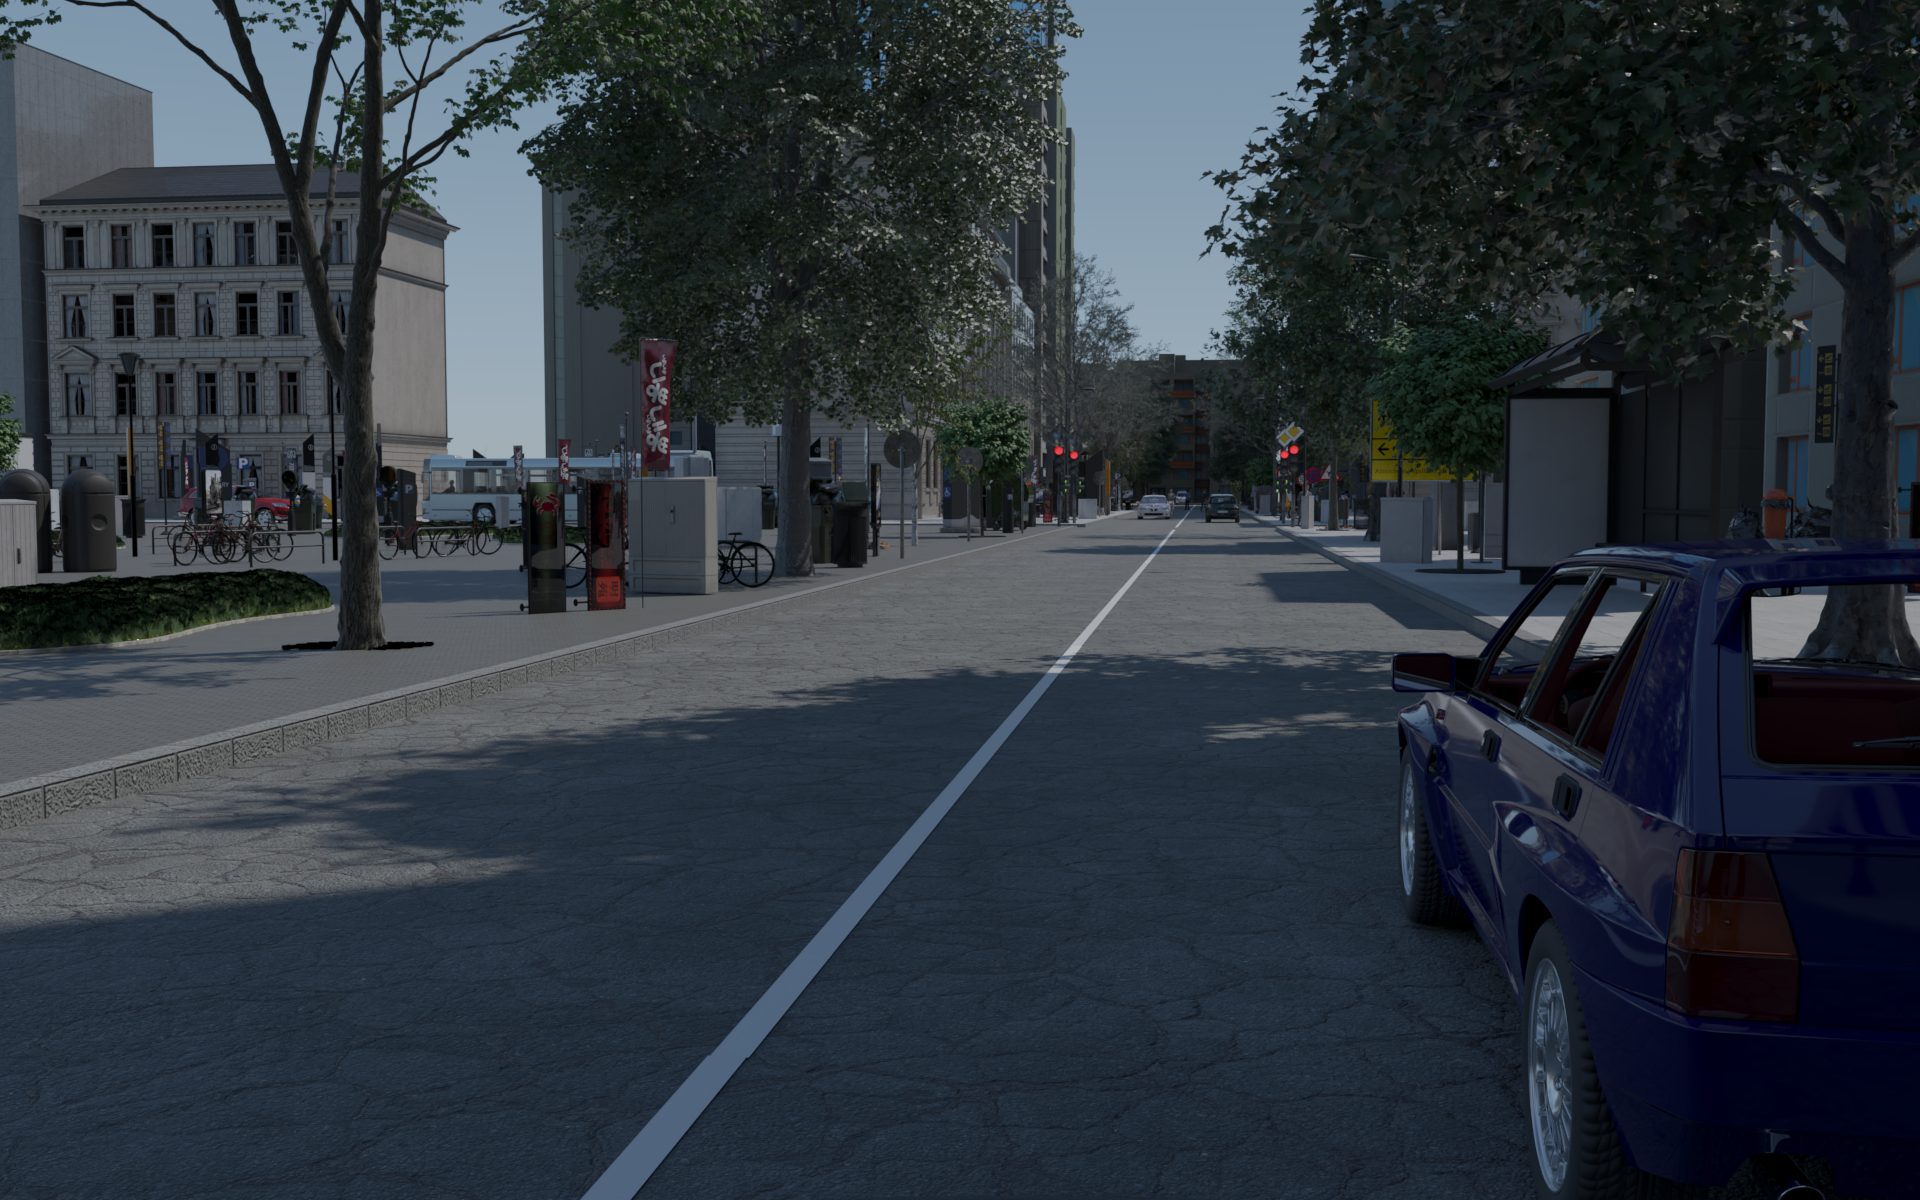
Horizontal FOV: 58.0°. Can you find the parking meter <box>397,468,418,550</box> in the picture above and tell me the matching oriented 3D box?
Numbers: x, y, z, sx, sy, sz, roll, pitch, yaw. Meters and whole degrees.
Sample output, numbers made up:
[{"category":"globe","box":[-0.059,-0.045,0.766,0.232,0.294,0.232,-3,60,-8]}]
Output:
[{"category":"parking meter","box":[-12.658,-2.079,39.697,0.399,1.863,0.255,-3,4,-38]}]

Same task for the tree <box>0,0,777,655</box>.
[{"category":"tree","box":[-5.078,-5.392,13.922,9.928,11.665,9.643,0,3,0]}]

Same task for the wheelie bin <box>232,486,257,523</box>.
[{"category":"wheelie bin","box":[-28.385,-3.723,68.783,0.693,1.594,0.980,2,4,34]}]

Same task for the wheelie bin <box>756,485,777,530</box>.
[{"category":"wheelie bin","box":[-7.011,-3.345,62.606,0.980,1.594,0.693,-2,4,-26]}]

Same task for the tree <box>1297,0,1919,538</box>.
[{"category":"tree","box":[6.444,-5.826,12.255,9.611,12.733,9.660,0,3,0]}]

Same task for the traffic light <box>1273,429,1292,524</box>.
[{"category":"traffic light","box":[13.965,-5.249,74.749,0.839,4.253,0.868,0,4,8]}]

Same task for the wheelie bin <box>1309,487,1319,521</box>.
[{"category":"wheelie bin","box":[16.812,-4.539,82.114,0.693,1.594,0.980,-2,4,-24]}]

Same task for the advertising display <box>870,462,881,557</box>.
[{"category":"advertising display","box":[-1.733,-1.867,35.739,0.123,1.923,0.974,0,4,3]}]

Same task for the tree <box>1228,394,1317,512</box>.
[{"category":"tree","box":[22.682,-11.569,123.563,7.601,10.594,8.767,0,4,7]}]

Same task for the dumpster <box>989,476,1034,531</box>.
[{"category":"dumpster","box":[1.785,-3.601,61.363,1.502,2.255,1.985,0,4,8]}]

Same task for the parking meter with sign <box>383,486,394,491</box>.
[{"category":"parking meter with sign","box":[-28.287,-5.461,85.549,1.738,3.016,0.543,-1,4,-22]}]

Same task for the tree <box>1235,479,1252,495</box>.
[{"category":"tree","box":[24.448,-9.200,145.019,1.663,3.219,1.824,0,3,0]}]

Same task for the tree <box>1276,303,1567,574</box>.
[{"category":"tree","box":[8.286,-2.731,28.361,4.285,4.588,4.351,0,3,0]}]

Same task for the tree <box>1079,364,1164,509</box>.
[{"category":"tree","box":[14.149,-14.113,148.877,7.486,12.596,7.792,0,3,0]}]

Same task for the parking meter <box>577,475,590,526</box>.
[{"category":"parking meter","box":[-11.608,-2.921,53.467,0.399,1.863,0.255,3,4,36]}]

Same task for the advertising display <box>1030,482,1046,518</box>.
[{"category":"advertising display","box":[4.173,-5.432,94.022,0.974,1.923,0.123,1,4,9]}]

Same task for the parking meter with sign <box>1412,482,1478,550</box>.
[{"category":"parking meter with sign","box":[11.164,-2.648,39.559,1.738,3.016,0.543,0,4,-5]}]

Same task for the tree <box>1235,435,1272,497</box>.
[{"category":"tree","box":[27.997,-13.151,165.374,4.360,8.622,3.978,0,3,0]}]

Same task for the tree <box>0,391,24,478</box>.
[{"category":"tree","box":[-26.295,-3.784,45.576,4.285,4.588,4.351,0,3,0]}]

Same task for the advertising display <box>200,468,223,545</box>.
[{"category":"advertising display","box":[-18.667,-2.326,43.242,0.123,1.923,0.974,0,4,0]}]

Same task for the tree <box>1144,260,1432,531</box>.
[{"category":"tree","box":[12.882,-8.225,60.236,9.928,11.665,9.643,0,3,0]}]

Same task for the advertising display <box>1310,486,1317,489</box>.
[{"category":"advertising display","box":[27.165,-7.814,132.969,0.123,1.923,0.974,3,4,37]}]

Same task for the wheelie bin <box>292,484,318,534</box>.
[{"category":"wheelie bin","box":[-20.895,-2.897,55.278,0.693,1.594,0.980,0,4,-6]}]

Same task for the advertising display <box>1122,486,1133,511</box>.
[{"category":"advertising display","box":[12.975,-7.887,134.172,0.974,1.923,0.123,-1,4,-22]}]

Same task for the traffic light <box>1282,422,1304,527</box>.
[{"category":"traffic light","box":[12.849,-4.766,66.842,0.839,4.253,0.868,0,4,8]}]

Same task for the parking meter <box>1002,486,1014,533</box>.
[{"category":"parking meter","box":[1.579,-2.960,56.808,0.372,1.533,0.369,0,3,0]}]

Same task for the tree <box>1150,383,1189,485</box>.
[{"category":"tree","box":[20.339,-17.469,192.267,9.857,13.997,8.962,0,3,0]}]

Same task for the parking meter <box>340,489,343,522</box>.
[{"category":"parking meter","box":[-28.652,-4.417,80.624,0.372,1.533,0.369,0,3,0]}]

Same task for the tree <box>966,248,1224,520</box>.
[{"category":"tree","box":[5.413,-10.736,85.904,12.009,13.543,11.850,0,3,0]}]

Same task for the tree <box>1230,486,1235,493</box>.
[{"category":"tree","box":[34.124,-13.426,214.120,1.663,3.219,1.824,0,3,0]}]

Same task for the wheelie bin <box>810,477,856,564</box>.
[{"category":"wheelie bin","box":[-2.558,-1.483,32.149,0.693,1.594,0.980,2,4,35]}]

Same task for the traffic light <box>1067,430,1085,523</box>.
[{"category":"traffic light","box":[5.039,-5.325,75.988,0.839,4.253,0.868,0,4,8]}]

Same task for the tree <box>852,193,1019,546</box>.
[{"category":"tree","box":[-0.996,-5.638,42.542,4.737,8.622,4.395,0,3,0]}]

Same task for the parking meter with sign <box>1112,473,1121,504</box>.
[{"category":"parking meter with sign","box":[12.780,-8.946,142.527,0.543,3.016,1.738,1,4,19]}]

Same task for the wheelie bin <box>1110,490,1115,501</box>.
[{"category":"wheelie bin","box":[11.401,-7.626,132.595,0.693,1.594,0.980,3,5,39]}]

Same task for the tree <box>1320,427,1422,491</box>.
[{"category":"tree","box":[22.074,-8.703,92.650,4.737,8.622,4.395,0,3,0]}]

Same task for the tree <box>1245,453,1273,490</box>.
[{"category":"tree","box":[23.203,-9.022,131.219,4.285,4.588,4.351,0,3,0]}]

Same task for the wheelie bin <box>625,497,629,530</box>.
[{"category":"wheelie bin","box":[-7.434,-2.003,40.662,0.693,1.594,0.980,0,4,7]}]

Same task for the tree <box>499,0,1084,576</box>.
[{"category":"tree","box":[-2.673,-7.365,27.073,9.857,13.997,8.962,0,3,0]}]

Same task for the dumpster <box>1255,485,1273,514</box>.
[{"category":"dumpster","box":[19.679,-6.478,111.678,1.264,1.857,1.865,0,4,8]}]

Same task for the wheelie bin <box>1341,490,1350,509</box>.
[{"category":"wheelie bin","box":[32.125,-8.361,144.614,0.693,1.594,0.980,-3,4,-38]}]

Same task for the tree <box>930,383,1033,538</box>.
[{"category":"tree","box":[0.708,-4.162,51.770,4.285,4.588,4.351,0,3,0]}]

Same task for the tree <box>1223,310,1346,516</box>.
[{"category":"tree","box":[18.500,-11.656,100.939,12.009,13.543,11.850,0,3,0]}]

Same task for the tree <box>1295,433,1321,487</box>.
[{"category":"tree","box":[24.783,-10.030,114.346,4.737,8.622,4.395,0,3,0]}]

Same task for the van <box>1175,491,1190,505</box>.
[{"category":"van","box":[28.796,-13.286,224.241,2.013,2.044,4.112,0,4,8]}]

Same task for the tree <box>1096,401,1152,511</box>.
[{"category":"tree","box":[12.068,-10.890,128.419,4.360,8.622,3.978,0,3,0]}]

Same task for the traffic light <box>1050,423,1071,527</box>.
[{"category":"traffic light","box":[3.924,-4.842,68.081,0.839,4.253,0.868,0,4,8]}]

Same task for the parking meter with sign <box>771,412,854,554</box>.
[{"category":"parking meter with sign","box":[-3.043,-2.450,36.318,1.738,3.016,0.543,-2,4,-30]}]

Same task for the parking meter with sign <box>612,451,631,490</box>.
[{"category":"parking meter with sign","box":[-13.720,-4.497,69.788,0.543,3.016,1.738,1,4,15]}]

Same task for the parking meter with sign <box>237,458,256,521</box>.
[{"category":"parking meter with sign","box":[-33.726,-5.254,82.164,0.543,3.016,1.738,-3,5,-39]}]
